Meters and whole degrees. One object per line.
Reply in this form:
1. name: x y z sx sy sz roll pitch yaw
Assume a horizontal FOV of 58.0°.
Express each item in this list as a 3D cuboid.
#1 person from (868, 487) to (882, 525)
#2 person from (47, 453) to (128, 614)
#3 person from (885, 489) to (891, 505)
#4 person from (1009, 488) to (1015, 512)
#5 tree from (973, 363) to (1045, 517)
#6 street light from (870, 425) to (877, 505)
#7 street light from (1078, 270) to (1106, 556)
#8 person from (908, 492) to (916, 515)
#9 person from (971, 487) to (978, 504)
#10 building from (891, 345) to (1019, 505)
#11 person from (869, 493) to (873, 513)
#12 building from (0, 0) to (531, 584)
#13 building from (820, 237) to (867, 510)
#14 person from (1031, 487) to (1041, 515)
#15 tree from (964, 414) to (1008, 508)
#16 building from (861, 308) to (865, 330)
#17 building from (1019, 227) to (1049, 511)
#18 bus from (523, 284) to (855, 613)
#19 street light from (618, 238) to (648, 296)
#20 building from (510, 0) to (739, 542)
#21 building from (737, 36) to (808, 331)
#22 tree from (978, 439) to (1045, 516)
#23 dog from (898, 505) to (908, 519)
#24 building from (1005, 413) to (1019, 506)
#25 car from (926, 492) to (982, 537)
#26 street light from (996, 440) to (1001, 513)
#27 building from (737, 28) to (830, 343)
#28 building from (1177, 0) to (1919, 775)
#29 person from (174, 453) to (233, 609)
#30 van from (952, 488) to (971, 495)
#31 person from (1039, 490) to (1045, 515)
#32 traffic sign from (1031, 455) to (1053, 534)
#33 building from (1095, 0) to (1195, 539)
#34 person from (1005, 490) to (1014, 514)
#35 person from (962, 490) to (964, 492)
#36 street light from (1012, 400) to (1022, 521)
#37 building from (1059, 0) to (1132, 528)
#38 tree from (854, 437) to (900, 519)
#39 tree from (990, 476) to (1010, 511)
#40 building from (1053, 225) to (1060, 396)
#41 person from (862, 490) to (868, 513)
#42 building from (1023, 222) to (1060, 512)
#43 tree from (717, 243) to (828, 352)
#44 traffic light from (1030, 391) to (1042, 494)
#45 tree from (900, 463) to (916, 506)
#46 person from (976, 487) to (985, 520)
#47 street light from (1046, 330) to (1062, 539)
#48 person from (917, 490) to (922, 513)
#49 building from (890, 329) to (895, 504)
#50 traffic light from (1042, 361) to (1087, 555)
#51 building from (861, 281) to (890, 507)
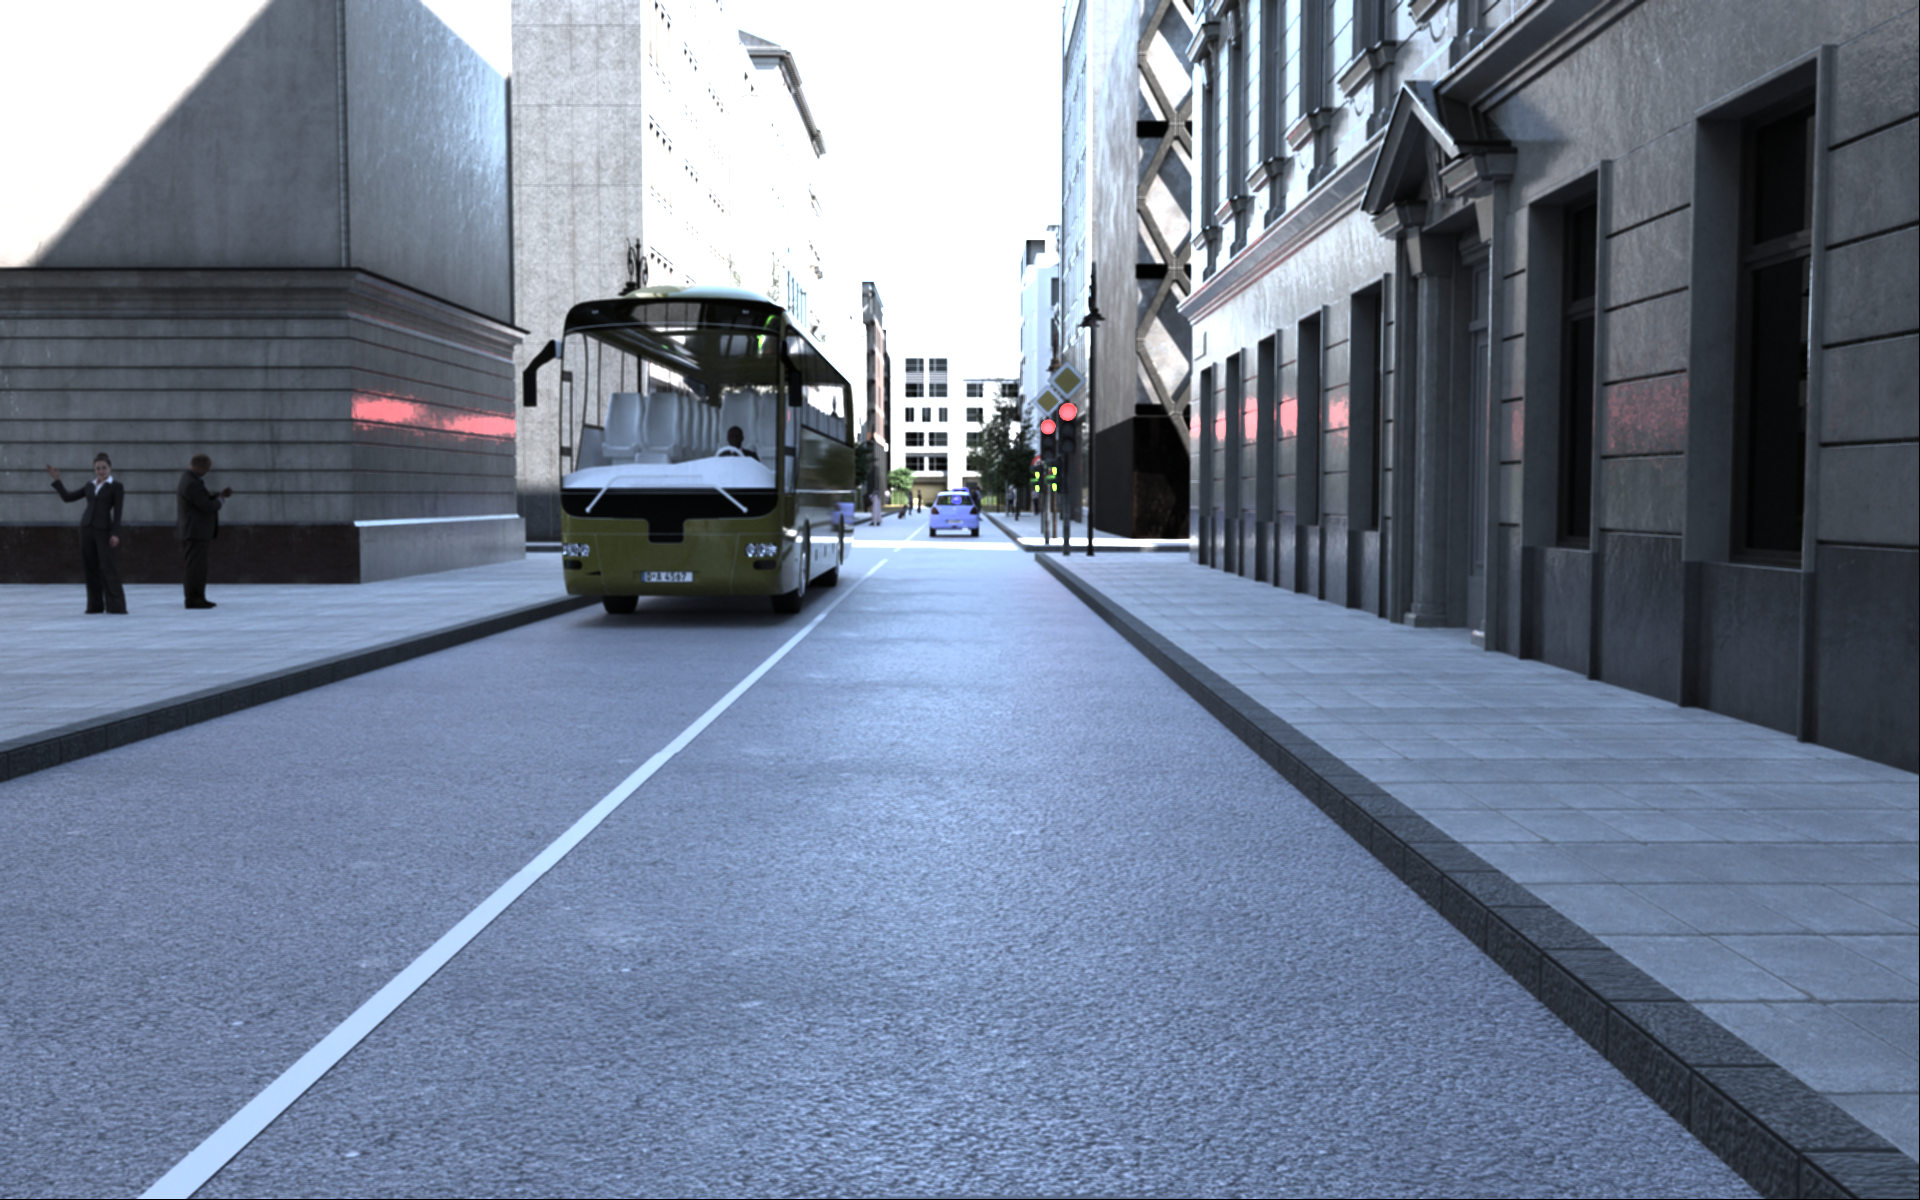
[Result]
1. person: -3.872 -4.308 79.608 0.621 1.740 0.551 1 4 16
2. person: -9.312 -0.712 18.483 0.742 1.727 0.445 -2 4 -26
3. person: -8.136 -11.622 195.928 0.709 1.838 0.599 -2 4 -34
4. person: 3.596 -7.015 121.658 0.541 1.710 0.530 0 4 -7
5. tree: 2.685 -8.969 97.010 4.360 8.622 3.978 0 3 0
6. street light: -5.731 -8.646 114.145 0.468 5.910 1.993 0 3 0
7. street light: 2.710 -3.857 35.847 0.468 5.910 1.993 0 3 0
8. person: -3.317 -6.553 117.593 0.435 1.587 0.963 1 4 13
9. person: 0.586 -4.637 84.770 0.568 1.767 0.683 0 4 -5
10. building: 7.531 -21.261 214.068 31.486 18.905 16.747 0 3 0
11. person: -5.967 -6.644 117.910 0.421 1.427 0.697 0 4 3
12. building: -17.609 -10.040 28.786 19.286 19.102 10.561 0 3 0
13. building: -16.546 -16.443 135.301 16.747 18.905 31.486 0 3 0
14. person: 4.598 -6.063 106.104 0.756 1.711 0.436 -2 4 -23
15. tree: 2.510 -13.318 168.103 4.737 8.622 4.395 0 3 0
16. building: -16.573 -18.399 157.242 16.016 20.091 11.380 0 3 0
17. building: 18.952 -18.670 149.233 27.936 21.610 32.646 0 3 0
18. bus: -3.094 -1.989 24.073 2.896 3.916 12.252 0 3 0
19. street light: -5.829 -3.593 31.530 0.468 5.910 1.993 0 3 0
20. building: -14.338 -14.513 55.308 12.078 24.808 19.932 0 3 0
21. building: -12.474 -13.449 74.642 10.420 20.320 16.860 0 3 0
22. tree: 3.433 -7.205 101.520 4.285 4.588 4.351 0 3 0
23. dog: -3.405 -5.160 101.208 0.513 0.831 0.800 -2 4 -29
24. building: 9.571 -14.549 180.025 9.099 9.664 28.070 0 3 0
25. car: -0.213 -3.046 59.401 1.945 1.707 3.694 0 4 -1
26. street light: 2.610 -8.899 118.281 0.468 5.910 1.993 0 3 0
27. building: -14.275 -18.233 95.370 12.463 27.353 25.104 0 3 0
28. building: 12.263 -14.332 10.744 17.030 29.872 44.131 0 3 0
29. person: -8.510 -0.780 19.490 0.565 1.739 0.600 3 5 39
30. van: 0.027 -10.929 183.079 2.240 2.365 5.245 0 4 1
31. person: 5.091 -6.013 104.891 0.617 1.759 0.750 0 4 -6
32. traffic sign: 2.659 -3.407 55.807 0.768 2.556 0.104 0 4 1
33. building: 13.236 -11.384 53.584 16.811 18.784 16.820 0 3 0
34. person: 3.162 -6.252 110.469 0.590 1.554 0.614 3 4 36
35. person: 0.245 -8.703 150.888 0.705 1.812 1.348 3 5 44
36. street light: 2.753 -6.794 83.873 0.468 5.910 1.993 0 3 0
37. building: 10.913 -15.705 74.805 12.078 24.808 19.932 0 3 0
38. tree: -5.846 -6.448 89.140 4.285 4.588 4.351 0 3 0
39. tree: 3.238 -8.285 130.060 1.663 3.219 1.824 0 3 0
40. building: 12.786 -17.309 102.086 14.460 24.649 34.723 0 3 0
41. person: -6.563 -6.818 119.794 0.388 1.546 0.482 1 4 11
42. building: 12.668 -16.514 126.419 16.016 20.091 11.380 0 3 0
43. tree: -5.969 -6.187 51.524 4.360 8.622 3.978 0 3 0
44. traffic light: 2.212 -3.361 44.197 0.839 4.213 0.868 0 3 0
45. tree: -6.151 -12.168 182.662 4.285 4.588 4.351 0 3 0
46. person: 1.062 -5.242 94.076 0.599 1.838 0.709 -3 5 -41
47. street light: 2.689 -4.663 49.027 0.468 5.910 1.993 0 3 0
48. person: -2.982 -7.413 130.503 0.445 1.727 0.742 -2 4 -23
49. building: -24.910 -22.930 218.886 32.646 21.610 27.936 0 3 0
50. traffic light: 2.213 -2.873 36.212 0.839 4.213 0.868 0 3 0
51. building: -24.497 -20.543 179.856 32.646 21.610 27.936 0 3 0
